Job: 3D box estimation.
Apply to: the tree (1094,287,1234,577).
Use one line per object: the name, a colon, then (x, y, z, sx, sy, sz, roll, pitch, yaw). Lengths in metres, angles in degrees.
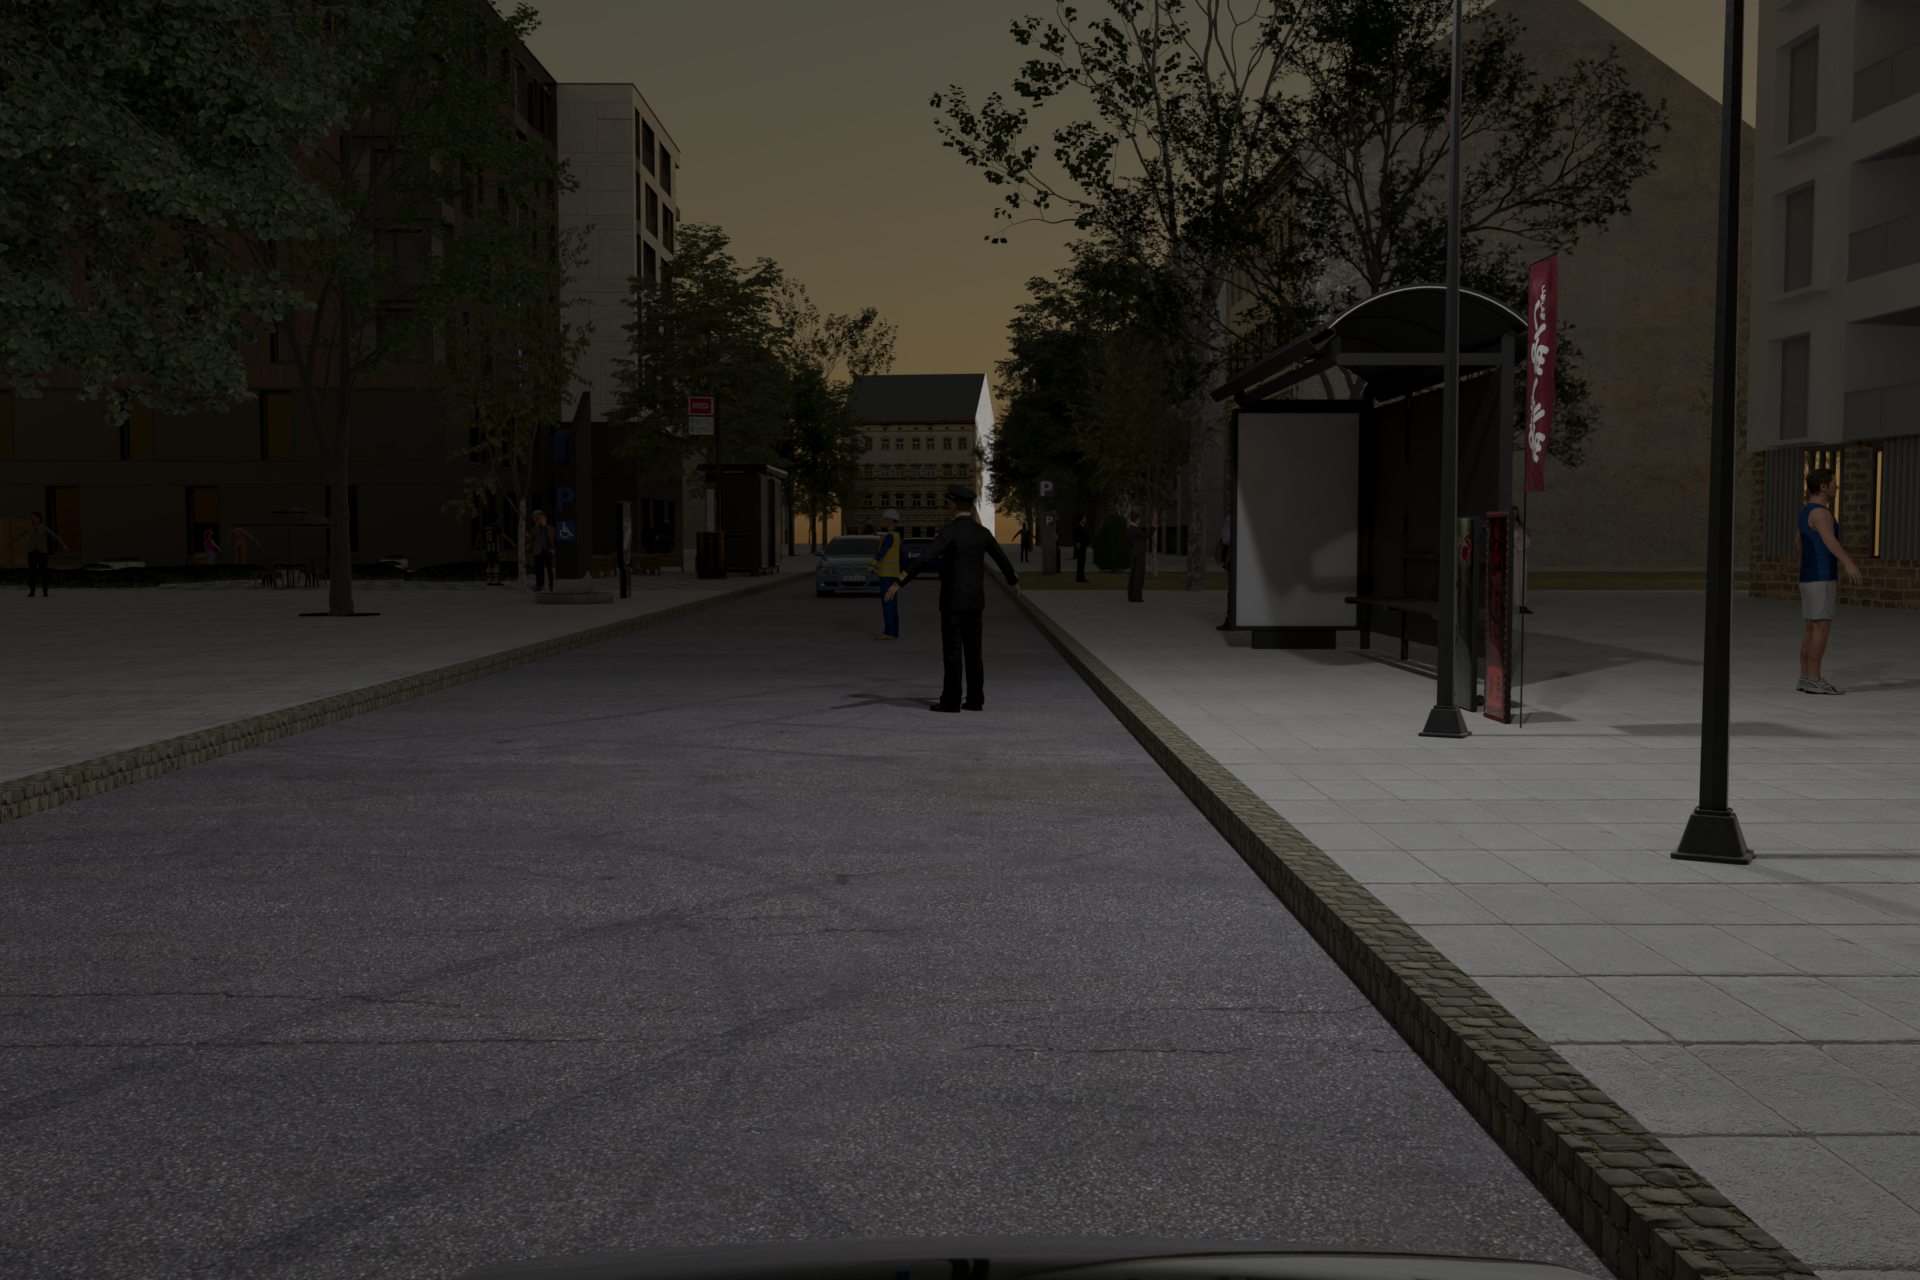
tree: (5.643, -6.224, 52.126, 4.360, 8.622, 3.978, 0, 3, 0)

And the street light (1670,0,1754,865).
street light: (3.532, -2.089, 6.704, 1.470, 5.913, 1.316, 0, 4, 0)

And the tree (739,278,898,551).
tree: (-11.708, -16.785, 130.322, 12.611, 20.169, 13.585, 0, 3, 0)

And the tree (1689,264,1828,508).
tree: (22.441, -5.896, 46.758, 4.360, 8.622, 3.978, 0, 3, 0)

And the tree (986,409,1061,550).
tree: (5.365, -13.402, 137.251, 7.486, 12.596, 7.792, 0, 3, 0)

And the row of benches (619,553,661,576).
row of benches: (-10.217, -2.433, 55.236, 1.422, 0.672, 4.104, -1, 4, -20)

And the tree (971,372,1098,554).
tree: (5.956, -12.429, 113.592, 12.009, 13.543, 11.850, 0, 3, 0)

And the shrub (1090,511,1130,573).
shrub: (5.067, -3.226, 56.793, 1.661, 2.075, 1.752, 0, 3, 0)

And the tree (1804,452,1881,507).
tree: (26.738, -6.408, 55.131, 4.360, 8.622, 3.978, 0, 3, 0)

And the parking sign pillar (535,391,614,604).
parking sign pillar: (-7.176, -2.671, 32.145, 1.447, 3.967, 1.447, 0, 4, 0)

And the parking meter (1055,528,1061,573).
parking meter: (3.112, -2.957, 56.757, 0.372, 1.533, 0.369, 0, 3, 0)

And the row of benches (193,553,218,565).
row of benches: (-23.786, -2.392, 54.568, 1.422, 0.672, 4.104, -2, 4, -25)

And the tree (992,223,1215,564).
tree: (6.008, -10.172, 72.971, 9.857, 13.997, 8.962, 0, 3, 0)

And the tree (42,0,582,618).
tree: (-9.784, -6.169, 26.611, 9.928, 11.665, 9.643, 0, 3, 0)

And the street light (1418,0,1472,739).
street light: (3.631, -2.343, 10.842, 1.470, 5.913, 1.316, 0, 4, 0)

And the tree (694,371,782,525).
tree: (-9.165, -7.566, 74.066, 4.360, 8.622, 3.978, 0, 3, 0)

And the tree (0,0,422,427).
tree: (-9.455, -6.588, 14.371, 9.857, 13.997, 8.962, 0, 3, 0)

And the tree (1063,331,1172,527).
tree: (5.843, -6.846, 62.299, 4.737, 8.622, 4.395, 0, 3, 0)

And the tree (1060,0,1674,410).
tree: (5.658, -5.581, 25.664, 8.767, 10.594, 7.601, -1, 4, -14)

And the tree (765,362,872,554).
tree: (-9.672, -12.014, 114.557, 7.486, 12.596, 7.792, 0, 3, 0)

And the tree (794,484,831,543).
tree: (-20.328, -18.512, 237.085, 7.601, 10.594, 8.767, 0, 4, -7)

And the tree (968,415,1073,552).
tree: (4.832, -11.708, 125.841, 7.601, 10.594, 8.767, 2, 4, 32)

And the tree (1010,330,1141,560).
tree: (6.043, -9.873, 87.180, 9.928, 11.665, 9.643, 0, 3, 0)

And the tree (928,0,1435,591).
tree: (5.625, -11.270, 40.148, 12.611, 20.169, 13.585, 0, 3, 0)

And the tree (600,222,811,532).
tree: (-9.357, -8.925, 64.059, 7.486, 12.596, 7.792, 0, 3, 0)

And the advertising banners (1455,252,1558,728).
advertising banners: (3.695, -0.958, 11.853, 0.090, 3.025, 2.074, 0, 3, 0)

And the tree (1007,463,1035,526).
tree: (11.045, -20.048, 234.438, 9.857, 13.997, 8.962, 0, 3, 0)

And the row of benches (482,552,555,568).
row of benches: (-14.222, -2.566, 57.413, 4.104, 0.672, 1.422, 2, 4, 29)

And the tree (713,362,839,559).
tree: (-9.716, -9.501, 89.750, 7.601, 10.594, 8.767, 0, 4, 1)

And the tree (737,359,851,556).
tree: (-9.932, -10.689, 100.515, 9.928, 11.665, 9.643, 0, 3, 0)

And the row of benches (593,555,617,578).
row of benches: (-10.831, -2.169, 50.922, 1.422, 0.672, 4.104, 0, 4, 1)

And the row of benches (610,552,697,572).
row of benches: (-9.965, -2.635, 58.538, 4.104, 0.672, 1.422, 0, 4, -8)

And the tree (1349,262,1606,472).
tree: (17.271, -7.489, 56.860, 8.767, 10.594, 7.601, -1, 4, -19)

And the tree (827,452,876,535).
tree: (-9.386, -11.917, 145.204, 4.737, 8.622, 4.395, 0, 3, 0)

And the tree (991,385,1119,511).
tree: (5.538, -10.098, 99.515, 8.767, 10.594, 7.601, 2, 4, 29)

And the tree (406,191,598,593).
tree: (-9.626, -5.327, 37.464, 4.737, 8.622, 4.395, 0, 3, 0)

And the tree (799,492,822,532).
tree: (-19.597, -17.122, 230.301, 4.737, 8.622, 4.395, 0, 3, 0)

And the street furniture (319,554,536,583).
street furniture: (-14.983, -2.094, 49.862, 5.734, 0.657, 10.072, 0, 4, -6)
